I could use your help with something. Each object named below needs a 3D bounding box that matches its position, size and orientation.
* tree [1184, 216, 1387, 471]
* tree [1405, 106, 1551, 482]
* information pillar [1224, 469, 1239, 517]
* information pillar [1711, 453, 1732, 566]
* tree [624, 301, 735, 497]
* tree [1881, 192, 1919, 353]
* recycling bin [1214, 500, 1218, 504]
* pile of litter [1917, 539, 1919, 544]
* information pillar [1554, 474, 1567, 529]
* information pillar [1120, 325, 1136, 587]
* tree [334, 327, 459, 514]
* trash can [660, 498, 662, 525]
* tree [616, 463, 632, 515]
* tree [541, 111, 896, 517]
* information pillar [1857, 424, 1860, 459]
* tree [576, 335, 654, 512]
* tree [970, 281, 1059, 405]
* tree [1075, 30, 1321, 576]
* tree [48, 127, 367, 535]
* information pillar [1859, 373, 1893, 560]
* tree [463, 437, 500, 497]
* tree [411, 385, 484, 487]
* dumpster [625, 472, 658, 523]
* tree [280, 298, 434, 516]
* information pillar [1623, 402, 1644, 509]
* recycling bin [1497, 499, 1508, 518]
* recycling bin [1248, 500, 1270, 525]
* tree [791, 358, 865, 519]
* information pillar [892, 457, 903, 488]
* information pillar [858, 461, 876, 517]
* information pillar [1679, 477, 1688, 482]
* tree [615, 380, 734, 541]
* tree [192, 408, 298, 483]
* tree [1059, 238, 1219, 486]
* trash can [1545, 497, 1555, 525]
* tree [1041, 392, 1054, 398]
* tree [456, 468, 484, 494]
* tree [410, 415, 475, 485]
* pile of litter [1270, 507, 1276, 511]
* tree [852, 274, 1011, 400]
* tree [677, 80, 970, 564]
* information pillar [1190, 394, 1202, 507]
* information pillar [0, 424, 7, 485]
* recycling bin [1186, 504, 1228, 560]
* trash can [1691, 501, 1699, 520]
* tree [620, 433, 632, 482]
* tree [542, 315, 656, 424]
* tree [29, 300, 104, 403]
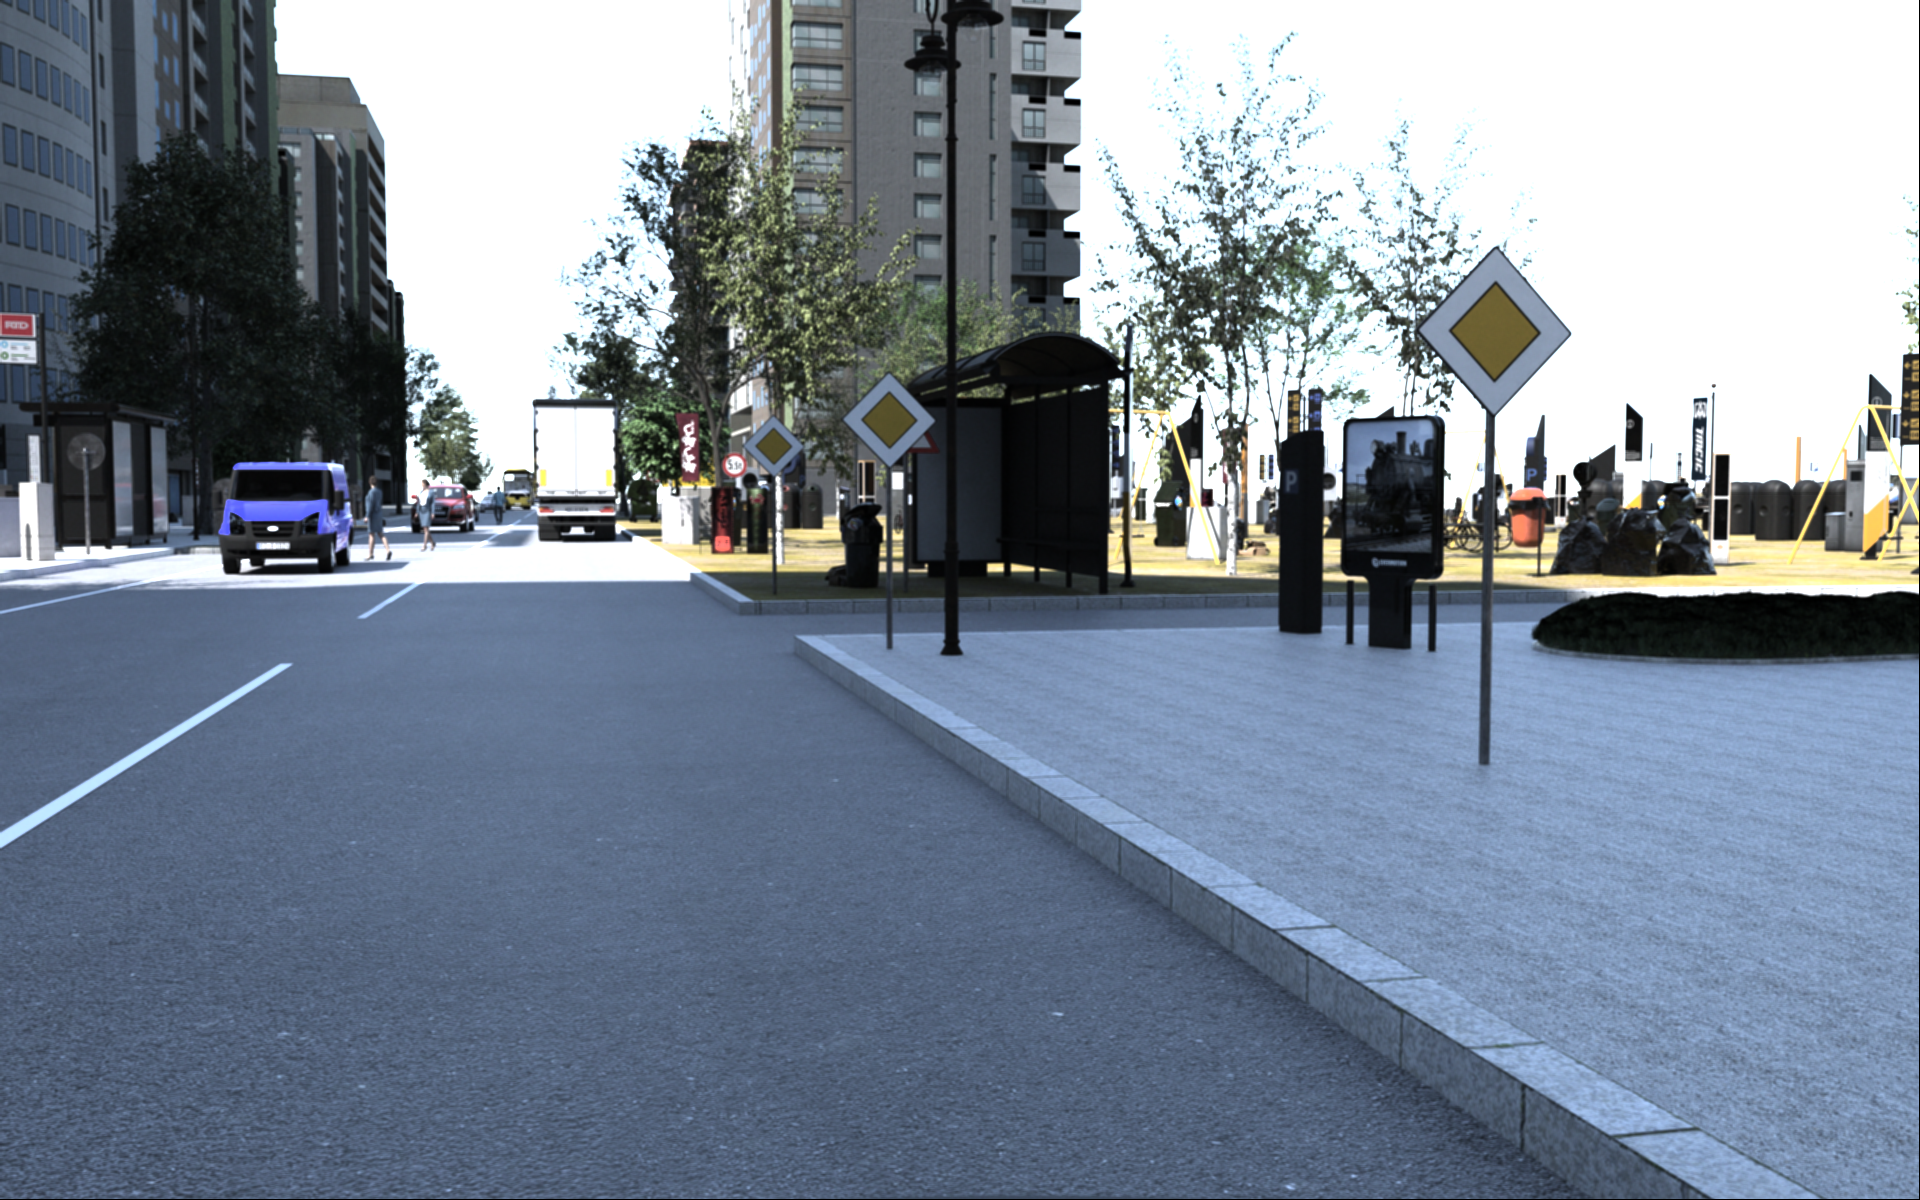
[{"bbox_3d":[12.316,-8.576,65.965,9.928,11.665,9.643,0,3,0],"label":"tree"},{"bbox_3d":[8.902,-5.053,32.975,4.360,8.622,3.978,0,3,0],"label":"tree"},{"bbox_3d":[8.015,-2.855,51.179,0.304,2.012,0.304,-3,5,-42],"label":"information pillar"},{"bbox_3d":[13.603,-1.619,30.958,0.304,2.012,0.304,1,4,23],"label":"information pillar"},{"bbox_3d":[-10.949,-7.078,66.081,4.360,8.622,3.978,0,3,0],"label":"tree"},{"bbox_3d":[22.937,-5.425,39.064,4.737,8.622,4.395,0,3,0],"label":"tree"},{"bbox_3d":[11.054,-3.954,77.204,0.722,1.027,0.722,-1,4,-12],"label":"recycling bin"},{"bbox_3d":[24.925,-1.829,43.876,1.176,0.858,1.719,2,4,24],"label":"pile of litter"},{"bbox_3d":[21.848,-3.578,62.991,0.304,2.012,0.304,-1,4,-10],"label":"information pillar"},{"bbox_3d":[2.313,-1.987,23.836,0.183,3.616,0.504,1,4,11],"label":"information pillar"},{"bbox_3d":[-35.696,-11.229,109.350,9.928,11.665,9.643,0,3,0],"label":"tree"},{"bbox_3d":[-11.594,-3.504,68.951,0.748,1.137,0.748,0,3,0],"label":"trash can"},{"bbox_3d":[-20.751,-6.795,105.707,1.663,3.219,1.824,0,3,0],"label":"tree"},{"bbox_3d":[-5.729,-6.560,41.661,8.767,10.594,7.601,0,4,-4],"label":"tree"},{"bbox_3d":[30.108,-4.070,57.896,0.504,3.616,0.183,-3,5,-40],"label":"information pillar"},{"bbox_3d":[-24.559,-12.592,124.009,7.486,12.596,7.792,0,3,0],"label":"tree"},{"bbox_3d":[1.012,-6.648,59.061,4.737,8.622,4.395,0,3,0],"label":"tree"},{"bbox_3d":[4.045,-4.687,26.994,4.360,8.622,3.978,0,3,0],"label":"tree"},{"bbox_3d":[-23.713,-8.408,54.482,9.611,12.733,9.660,0,3,0],"label":"tree"},{"bbox_3d":[17.838,-2.589,33.681,0.504,3.616,0.183,-1,4,-9],"label":"information pillar"},{"bbox_3d":[-61.204,-16.388,218.307,4.360,8.622,3.978,0,3,0],"label":"tree"},{"bbox_3d":[-53.284,-16.037,180.324,7.486,12.596,7.792,0,3,0],"label":"tree"},{"bbox_3d":[-14.337,-4.640,78.356,1.502,2.255,1.985,-1,4,-13],"label":"dumpster"},{"bbox_3d":[-29.397,-9.020,81.896,7.601,10.594,8.767,0,4,-3],"label":"tree"},{"bbox_3d":[17.074,-3.217,43.955,0.183,3.616,0.504,-3,4,-37],"label":"information pillar"},{"bbox_3d":[27.190,-4.577,87.384,0.722,1.027,0.722,2,4,28],"label":"recycling bin"},{"bbox_3d":[12.659,-3.721,73.389,0.722,1.027,0.722,2,4,30],"label":"recycling bin"},{"bbox_3d":[-6.327,-8.429,88.183,4.360,8.622,3.978,0,3,0],"label":"tree"},{"bbox_3d":[-2.340,-4.555,65.822,0.504,3.616,0.183,-1,4,-10],"label":"information pillar"},{"bbox_3d":[-2.057,-2.068,38.311,0.304,2.012,0.304,-2,4,-27],"label":"information pillar"},{"bbox_3d":[31.285,-4.309,74.951,0.304,2.012,0.304,3,4,36],"label":"information pillar"},{"bbox_3d":[-7.849,-3.917,47.752,4.285,4.588,4.351,0,3,0],"label":"tree"},{"bbox_3d":[-25.969,-4.863,63.220,4.285,4.588,4.351,0,3,0],"label":"tree"},{"bbox_3d":[5.586,-6.039,49.100,4.737,8.622,4.395,0,3,0],"label":"tree"},{"bbox_3d":[25.335,-3.859,74.742,0.748,1.137,0.748,0,3,0],"label":"trash can"},{"bbox_3d":[5.449,-7.378,70.994,4.360,8.622,3.978,0,3,0],"label":"tree"},{"bbox_3d":[-58.904,-13.744,208.435,4.285,4.588,4.351,0,3,0],"label":"tree"},{"bbox_3d":[-48.237,-12.792,159.517,4.737,8.622,4.395,0,3,0],"label":"tree"},{"bbox_3d":[10.491,-2.586,56.248,1.176,0.858,1.719,3,5,42],"label":"pile of litter"},{"bbox_3d":[-1.301,-9.566,82.157,9.928,11.665,9.643,0,3,0],"label":"tree"},{"bbox_3d":[-3.097,-4.954,31.355,4.737,8.622,4.395,0,3,0],"label":"tree"},{"bbox_3d":[5.569,-3.029,40.877,0.183,3.616,0.504,-1,4,-14],"label":"information pillar"},{"bbox_3d":[-32.234,-4.095,58.311,0.504,3.616,0.183,3,4,38],"label":"information pillar"},{"bbox_3d":[4.906,-1.308,33.946,0.722,1.027,0.722,2,4,32],"label":"recycling bin"},{"bbox_3d":[35.990,-4.495,85.151,0.748,1.137,0.748,0,3,0],"label":"trash can"},{"bbox_3d":[-42.950,-17.557,204.071,9.611,12.733,9.660,0,3,0],"label":"tree"},{"bbox_3d":[-35.910,-19.817,179.897,12.611,20.169,13.585,0,3,0],"label":"tree"},{"bbox_3d":[-31.496,-6.901,63.190,4.360,8.622,3.978,0,3,0],"label":"tree"}]
